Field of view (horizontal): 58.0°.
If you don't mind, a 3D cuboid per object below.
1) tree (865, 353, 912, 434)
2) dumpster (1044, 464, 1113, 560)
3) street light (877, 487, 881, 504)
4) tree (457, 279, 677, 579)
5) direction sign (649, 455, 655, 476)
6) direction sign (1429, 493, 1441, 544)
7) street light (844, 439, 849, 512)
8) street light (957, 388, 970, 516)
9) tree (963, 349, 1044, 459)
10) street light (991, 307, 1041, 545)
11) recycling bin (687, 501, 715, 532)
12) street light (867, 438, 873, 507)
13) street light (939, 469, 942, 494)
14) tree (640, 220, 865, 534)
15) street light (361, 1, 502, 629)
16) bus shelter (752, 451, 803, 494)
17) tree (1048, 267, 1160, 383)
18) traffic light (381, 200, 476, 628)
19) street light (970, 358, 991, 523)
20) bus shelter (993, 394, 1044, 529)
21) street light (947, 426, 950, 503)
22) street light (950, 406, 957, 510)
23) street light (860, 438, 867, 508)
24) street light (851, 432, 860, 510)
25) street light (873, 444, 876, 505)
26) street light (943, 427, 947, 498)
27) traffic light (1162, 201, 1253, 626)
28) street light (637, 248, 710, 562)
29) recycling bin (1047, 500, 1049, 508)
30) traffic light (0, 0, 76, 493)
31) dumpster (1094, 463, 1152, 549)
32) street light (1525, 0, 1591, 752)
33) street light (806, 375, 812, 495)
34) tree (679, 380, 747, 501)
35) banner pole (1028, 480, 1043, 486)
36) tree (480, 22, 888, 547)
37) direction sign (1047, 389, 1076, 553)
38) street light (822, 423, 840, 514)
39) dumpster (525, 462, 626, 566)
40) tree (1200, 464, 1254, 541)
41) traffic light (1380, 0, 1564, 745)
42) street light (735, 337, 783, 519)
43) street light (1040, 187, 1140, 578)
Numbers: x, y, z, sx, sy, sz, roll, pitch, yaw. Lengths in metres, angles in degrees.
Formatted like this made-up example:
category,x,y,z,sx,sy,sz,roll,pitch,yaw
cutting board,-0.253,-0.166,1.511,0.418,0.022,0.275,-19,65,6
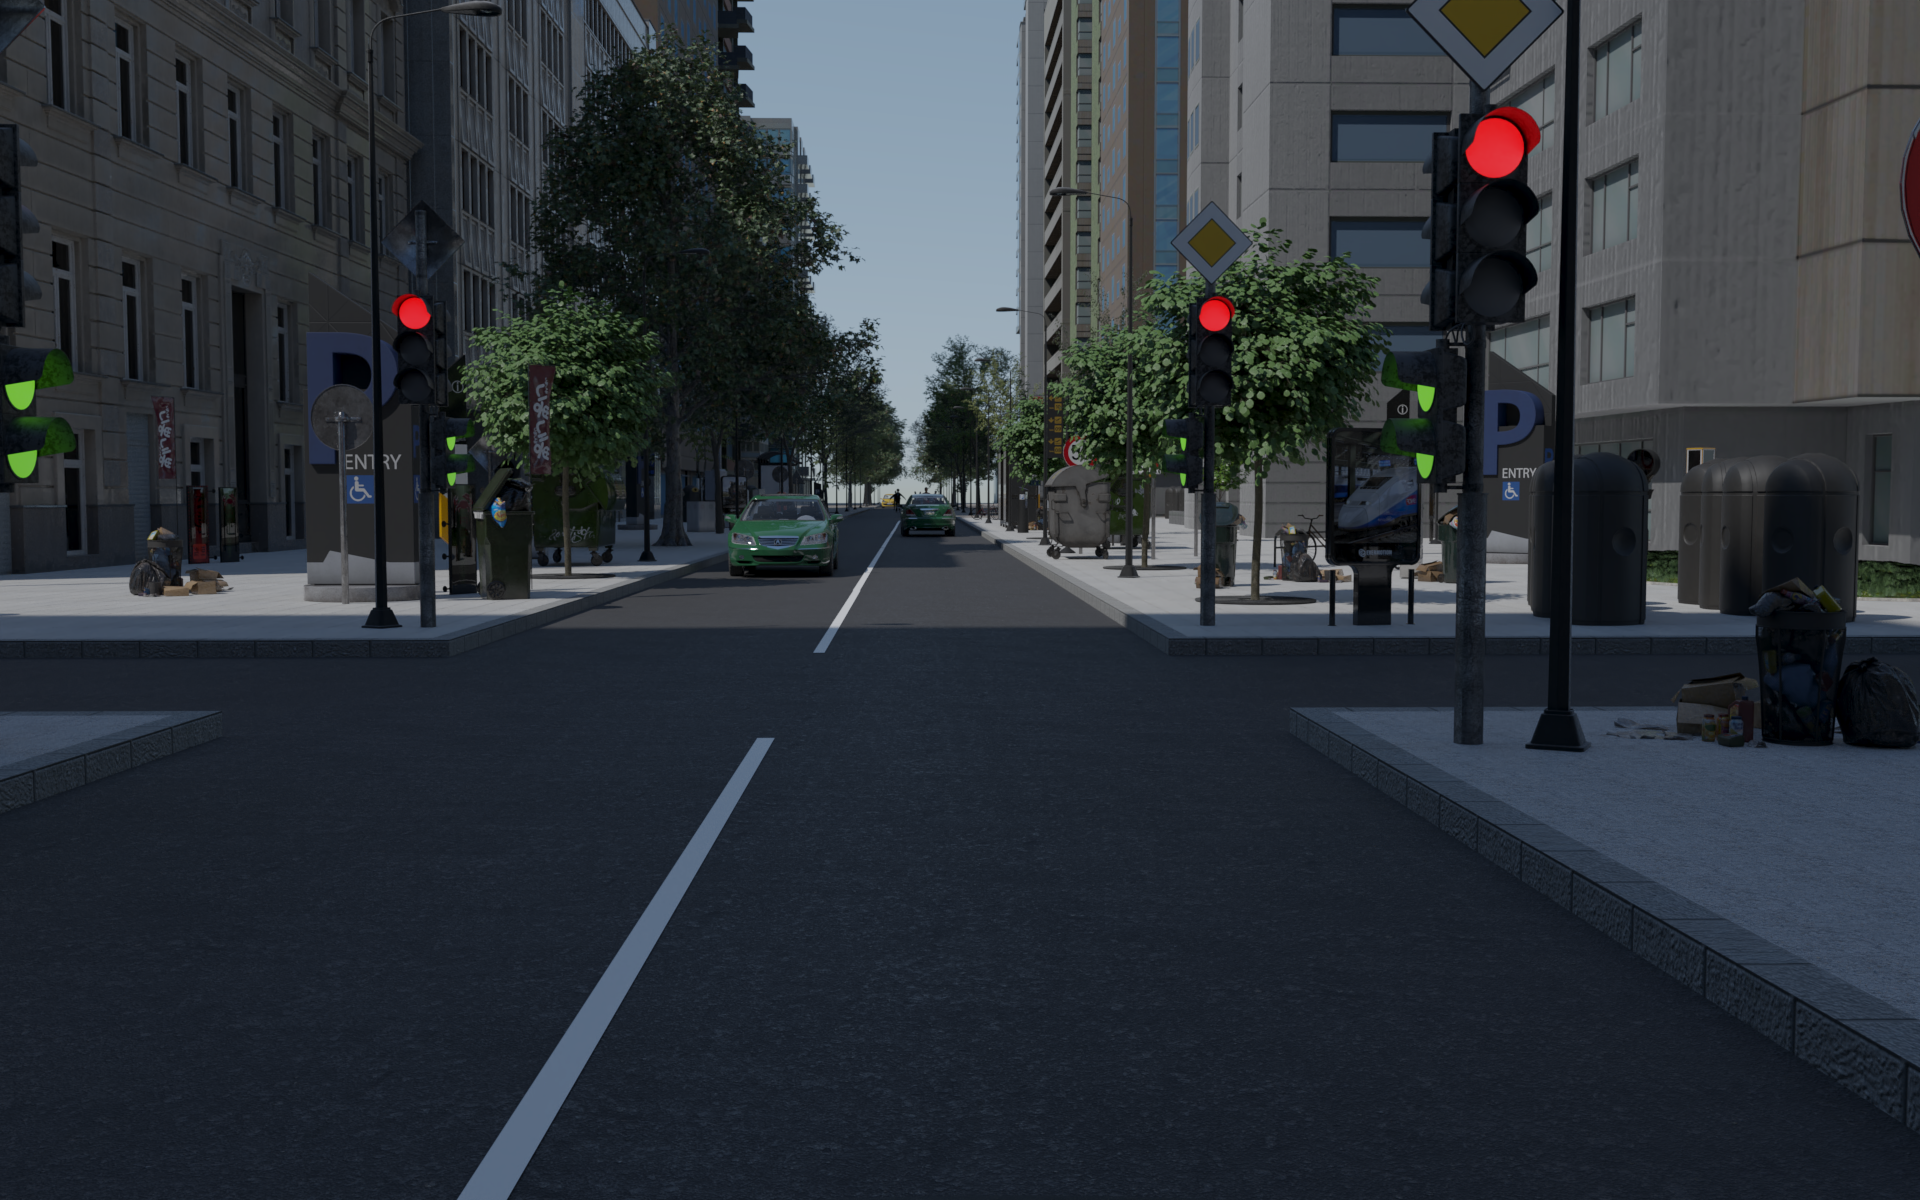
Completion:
category,x,y,z,sx,sy,sz,roll,pitch,yaw
tree,-6.989,-8.459,72.724,8.767,10.594,7.601,0,4,6
dumpster,2.377,-1.762,34.573,1.264,1.857,1.865,0,4,-1
street light,-8.979,-12.480,176.595,1.470,5.913,1.316,0,4,-1
tree,-5.983,-2.626,26.655,4.285,4.588,4.351,0,3,0
direction sign,-13.641,-5.072,74.928,0.876,3.537,0.379,-1,4,-8
direction sign,12.228,-3.202,44.354,0.379,3.537,0.876,1,4,12
street light,-6.853,-7.391,93.389,1.470,5.913,1.316,0,4,-1
street light,0.709,-6.305,75.632,1.470,5.913,1.316,0,4,-1
tree,2.381,-8.445,88.446,4.737,8.622,4.395,0,3,0
street light,1.590,-4.319,43.156,1.470,5.913,1.316,0,4,-1
recycling bin,-8.805,-2.833,58.871,0.722,1.027,0.722,-3,5,-43
street light,-8.142,-10.433,143.121,1.470,5.913,1.316,0,4,-1
street light,-0.709,-9.952,135.261,1.470,5.913,1.316,0,4,-1
tree,-7.764,-7.446,56.157,8.767,10.594,7.601,0,4,0
street light,-5.017,-2.687,16.480,1.470,5.913,1.316,0,4,-1
bus shelter,-8.794,-5.504,83.910,2.014,3.302,5.546,0,4,-1
tree,4.951,-6.413,55.219,4.360,8.622,3.978,0,3,0
traffic light,-5.111,-1.692,16.586,0.839,4.253,0.868,0,4,-1
street light,1.186,-5.312,59.395,1.470,5.913,1.316,0,4,-1
bus shelter,2.436,-5.505,67.642,2.179,5.291,8.768,0,4,-2
street light,0.104,-7.966,102.784,1.470,5.913,1.316,0,4,-1
street light,0.347,-7.299,91.872,1.470,5.913,1.316,0,4,-1
street light,-7.765,-9.440,126.882,1.470,5.913,1.316,0,4,-1
street light,-7.313,-8.422,110.234,1.470,5.913,1.316,0,4,-1
street light,-8.630,-11.434,159.493,1.470,5.913,1.316,0,4,-1
street light,-0.287,-8.959,119.023,1.470,5.913,1.316,0,4,-1
traffic light,2.398,-1.705,16.792,0.839,4.253,0.868,0,4,-1
street light,-5.423,-3.689,32.850,1.470,5.913,1.316,0,4,-1
recycling bin,3.938,-4.400,84.492,0.722,1.027,0.722,0,4,-8
traffic light,-4.908,-1.204,8.604,0.839,4.253,0.868,0,4,-1
dumpster,3.770,-2.339,40.730,1.502,2.255,1.985,0,4,-1
street light,2.491,-2.205,8.593,1.470,5.913,1.316,0,4,-1
street light,-6.305,-5.749,66.537,1.470,5.913,1.316,0,4,-1
tree,-12.262,-8.091,82.648,4.737,8.622,4.395,0,3,0
banner pole,2.867,-4.452,62.802,0.863,3.779,0.401,-1,4,-13
tree,-7.038,-7.683,42.629,9.611,12.733,9.660,0,3,0
direction sign,2.322,-2.782,37.488,0.876,3.537,0.379,0,4,-4
street light,-6.687,-6.826,84.144,1.470,5.913,1.316,0,4,-1
dumpster,-6.970,-1.770,31.437,1.502,2.255,1.985,0,4,-1
tree,7.099,-3.213,47.140,1.663,3.219,1.824,0,3,0
traffic light,2.600,-1.216,8.809,0.839,4.253,0.868,0,4,-1
street light,-5.945,-4.756,50.297,1.470,5.913,1.316,0,4,-1
street light,2.051,-3.295,26.407,1.470,5.913,1.316,0,4,-1
